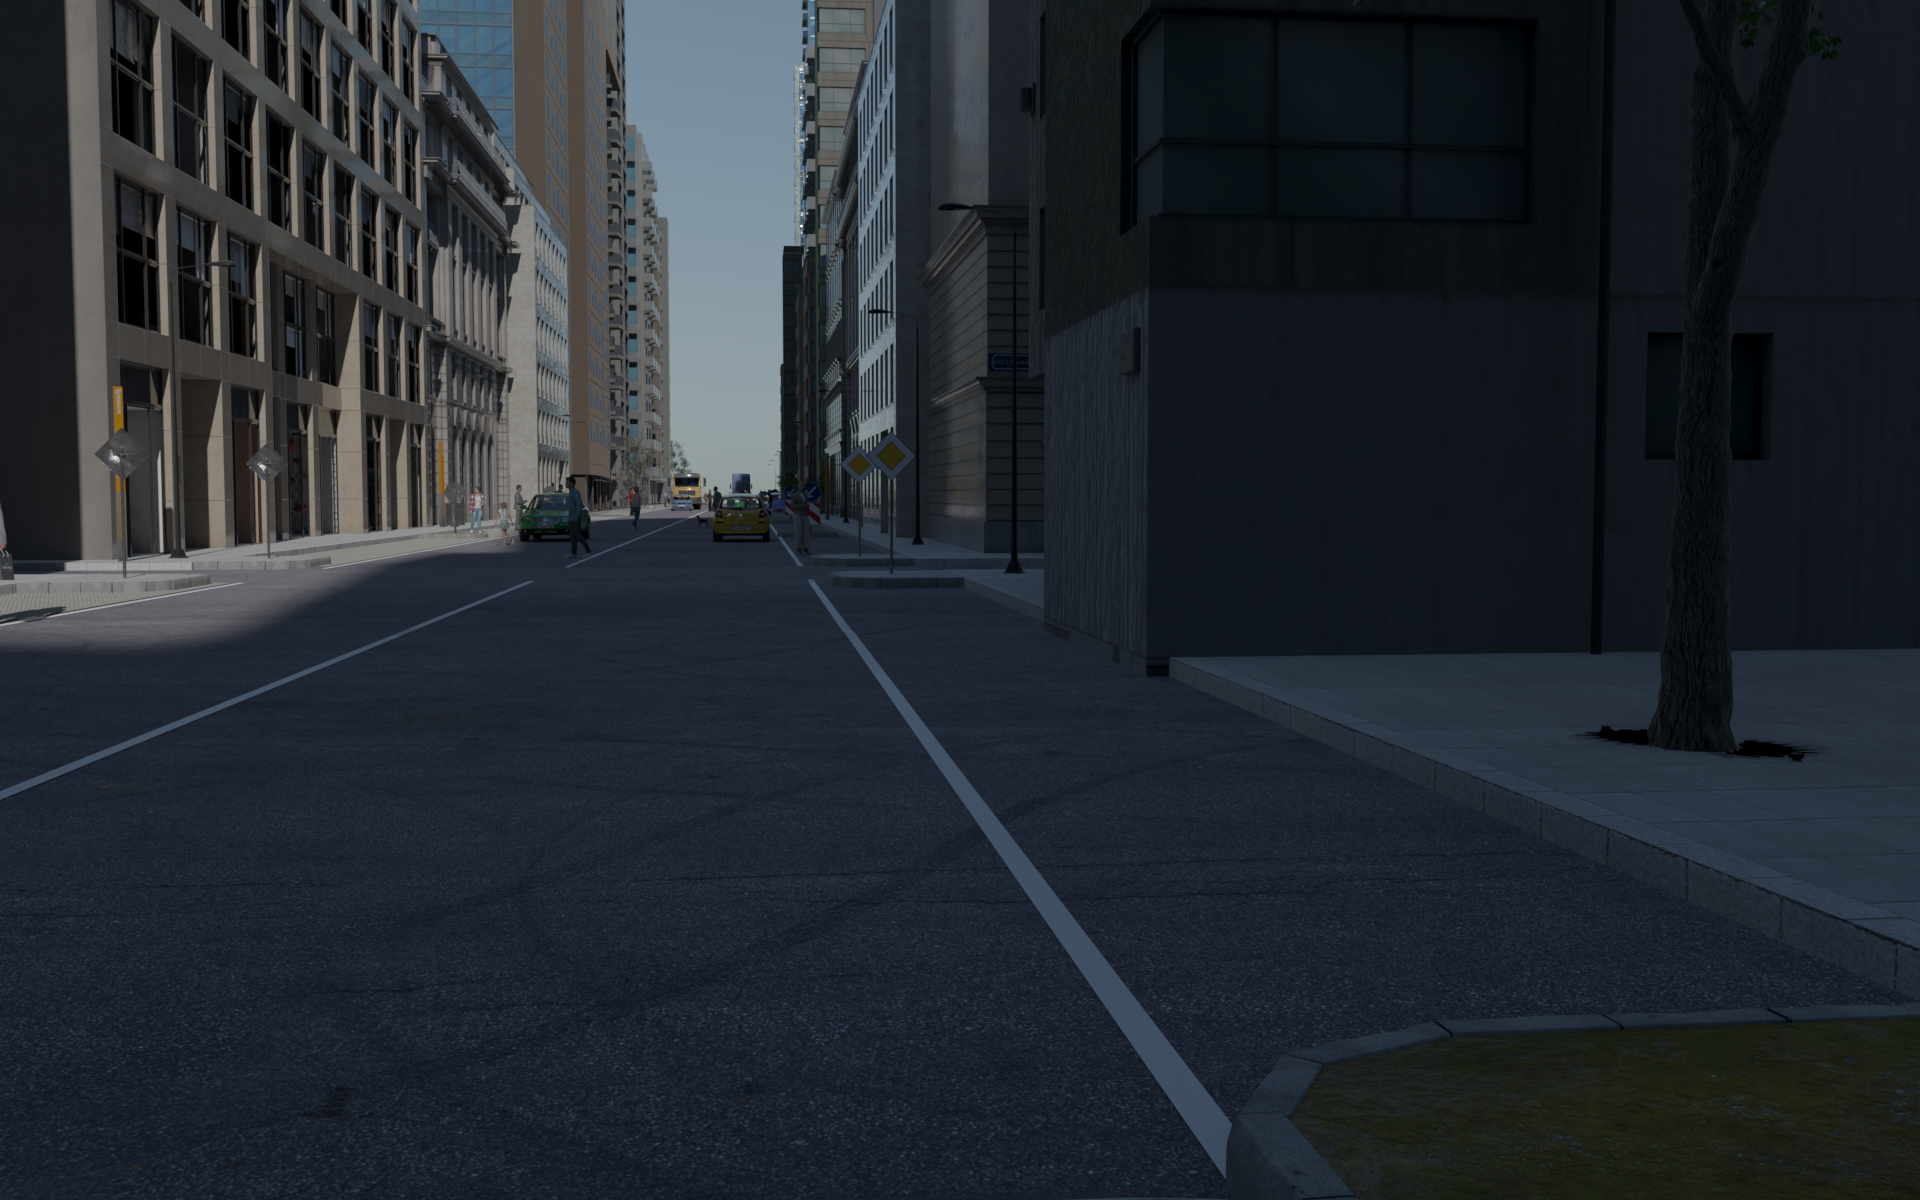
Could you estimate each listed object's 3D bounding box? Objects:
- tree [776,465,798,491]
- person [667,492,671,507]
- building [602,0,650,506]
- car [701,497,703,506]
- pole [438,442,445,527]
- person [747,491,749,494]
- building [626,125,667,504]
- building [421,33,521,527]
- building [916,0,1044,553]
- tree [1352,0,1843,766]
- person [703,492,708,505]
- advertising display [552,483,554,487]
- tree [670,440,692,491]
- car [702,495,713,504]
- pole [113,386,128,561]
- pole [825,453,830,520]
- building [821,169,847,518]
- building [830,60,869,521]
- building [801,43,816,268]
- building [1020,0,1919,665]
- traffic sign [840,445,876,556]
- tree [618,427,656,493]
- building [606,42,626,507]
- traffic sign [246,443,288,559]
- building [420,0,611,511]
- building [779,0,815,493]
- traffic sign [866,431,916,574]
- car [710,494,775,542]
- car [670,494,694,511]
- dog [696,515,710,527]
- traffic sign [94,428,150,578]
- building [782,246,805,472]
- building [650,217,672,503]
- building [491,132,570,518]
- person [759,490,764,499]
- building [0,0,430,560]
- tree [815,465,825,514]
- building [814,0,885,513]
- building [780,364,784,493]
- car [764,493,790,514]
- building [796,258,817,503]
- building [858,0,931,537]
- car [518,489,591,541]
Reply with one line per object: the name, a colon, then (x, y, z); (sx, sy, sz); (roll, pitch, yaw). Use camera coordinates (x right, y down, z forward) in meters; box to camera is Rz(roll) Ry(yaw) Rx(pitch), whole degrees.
tree: (-18.745, -12.825, 193.398); (4.285, 4.588, 4.351); (0, 3, 0)
person: (-33.167, -11.481, 197.006); (0.721, 1.735, 1.217); (-3, 4, -36)
building: (-46.679, -46.531, 199.040); (20.563, 71.187, 20.611); (0, 4, -7)
car: (-32.180, -12.116, 209.896); (2.131, 1.459, 4.920); (0, 4, -7)
pole: (-20.129, -4.489, 67.245); (0.158, 3.312, 0.155); (0, 3, 0)
person: (-22.192, -10.494, 180.809); (0.721, 1.736, 1.217); (2, 4, 35)
building: (-50.691, -37.021, 224.902); (23.786, 49.044, 30.456); (0, 4, -7)
building: (-28.024, -14.447, 78.002); (13.314, 21.916, 24.055); (0, 4, -7)
building: (16.699, -13.752, 43.923); (34.723, 24.649, 14.460); (0, 4, -7)
tree: (3.883, -5.053, 8.380); (9.928, 11.665, 9.643); (0, 3, 0)
person: (-33.488, -13.400, 228.147); (0.990, 1.755, 0.434); (2, 4, 28)
advertising display: (-22.899, -5.642, 97.457); (0.123, 1.923, 0.974); (-1, 4, -15)
tree: (-44.708, -20.337, 266.919); (7.601, 10.594, 8.767); (0, 4, 1)
car: (-35.552, -14.288, 245.972); (2.083, 1.381, 4.827); (0, 4, -5)
pole: (-15.984, -2.392, 32.958); (0.158, 3.312, 0.155); (0, 3, 0)
pole: (-6.619, -5.658, 86.359); (0.158, 3.312, 0.155); (0, 3, 0)
building: (-2.886, -15.467, 102.030); (9.793, 20.994, 18.267); (0, 4, -7)
building: (1.220, -14.596, 80.447); (13.314, 21.916, 24.055); (0, 4, -7)
building: (-4.233, -33.758, 171.553); (23.786, 49.044, 30.456); (0, 4, -7)
building: (7.598, -15.204, 20.291); (14.160, 30.474, 14.107); (0, 4, -7)
traffic sign: (-2.071, -1.956, 35.625); (0.795, 2.450, 0.064); (0, 4, -7)
tree: (-34.698, -14.384, 185.539); (4.360, 8.622, 3.978); (0, 3, 0)
building: (-43.788, -31.210, 164.913); (22.147, 44.769, 28.867); (0, 4, -7)
traffic sign: (-13.681, -1.871, 34.231); (0.795, 2.450, 0.064); (0, 4, -7)
building: (-36.855, -30.213, 144.088); (14.600, 45.320, 14.200); (0, 4, -7)
building: (-15.170, -57.518, 253.089); (22.319, 86.520, 31.000); (0, 4, -7)
traffic sign: (-1.101, -1.471, 27.699); (0.795, 2.450, 0.064); (0, 4, -7)
car: (-6.694, -2.631, 53.243); (2.015, 1.641, 3.980); (0, 4, -6)
car: (-23.788, -8.328, 148.158); (2.014, 1.417, 4.499); (-1, 4, -9)
dog: (-11.187, -3.430, 75.367); (0.540, 0.507, 0.406); (-2, 4, -28)
traffic sign: (-12.711, -1.386, 26.304); (0.795, 2.450, 0.064); (0, 4, -7)
building: (-13.759, -26.393, 203.233); (14.160, 30.474, 14.107); (0, 4, -7)
building: (-48.948, -34.520, 247.991); (14.154, 41.232, 14.086); (0, 4, -7)
building: (-28.563, -14.944, 99.079); (10.420, 20.320, 16.860); (0, 4, -7)
person: (-21.357, -10.882, 186.285); (0.599, 1.838, 0.709); (2, 4, 27)
building: (-28.092, -14.928, 48.590); (19.350, 26.468, 34.151); (0, 4, -7)
tree: (-8.899, -7.218, 112.623); (1.663, 3.219, 1.824); (0, 3, 0)
building: (-3.086, -26.718, 120.439); (14.154, 41.232, 14.086); (0, 4, -7)
building: (-9.254, -23.281, 225.678); (27.650, 21.520, 28.899); (0, 4, -7)
car: (-13.173, -7.081, 125.368); (1.945, 1.707, 3.694); (0, 4, -8)
building: (0.760, -18.231, 143.121); (27.650, 21.520, 28.899); (0, 4, -7)
building: (2.250, -12.516, 59.395); (10.420, 20.320, 16.860); (0, 4, -7)
car: (-12.593, -2.760, 53.919); (1.959, 1.807, 4.718); (0, 4, -5)
